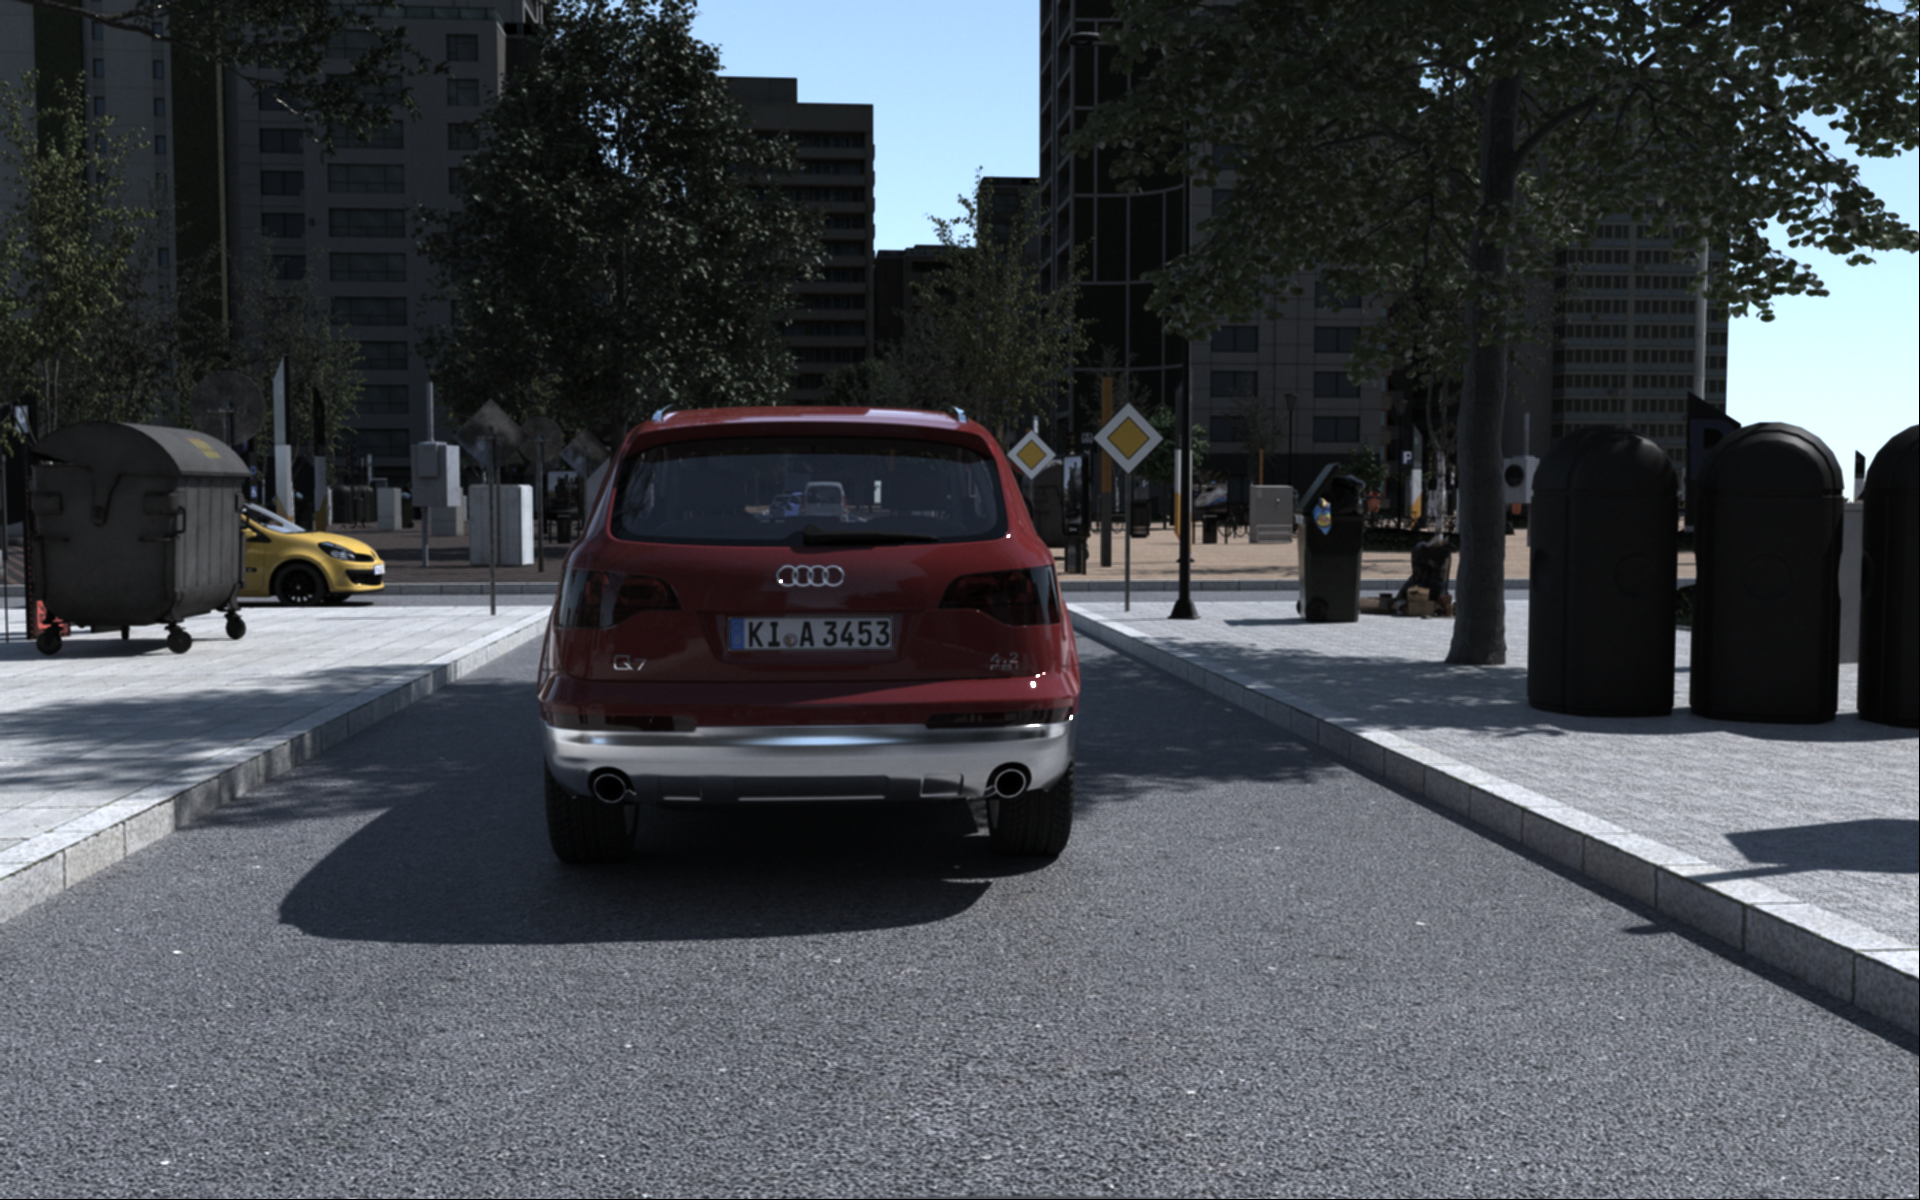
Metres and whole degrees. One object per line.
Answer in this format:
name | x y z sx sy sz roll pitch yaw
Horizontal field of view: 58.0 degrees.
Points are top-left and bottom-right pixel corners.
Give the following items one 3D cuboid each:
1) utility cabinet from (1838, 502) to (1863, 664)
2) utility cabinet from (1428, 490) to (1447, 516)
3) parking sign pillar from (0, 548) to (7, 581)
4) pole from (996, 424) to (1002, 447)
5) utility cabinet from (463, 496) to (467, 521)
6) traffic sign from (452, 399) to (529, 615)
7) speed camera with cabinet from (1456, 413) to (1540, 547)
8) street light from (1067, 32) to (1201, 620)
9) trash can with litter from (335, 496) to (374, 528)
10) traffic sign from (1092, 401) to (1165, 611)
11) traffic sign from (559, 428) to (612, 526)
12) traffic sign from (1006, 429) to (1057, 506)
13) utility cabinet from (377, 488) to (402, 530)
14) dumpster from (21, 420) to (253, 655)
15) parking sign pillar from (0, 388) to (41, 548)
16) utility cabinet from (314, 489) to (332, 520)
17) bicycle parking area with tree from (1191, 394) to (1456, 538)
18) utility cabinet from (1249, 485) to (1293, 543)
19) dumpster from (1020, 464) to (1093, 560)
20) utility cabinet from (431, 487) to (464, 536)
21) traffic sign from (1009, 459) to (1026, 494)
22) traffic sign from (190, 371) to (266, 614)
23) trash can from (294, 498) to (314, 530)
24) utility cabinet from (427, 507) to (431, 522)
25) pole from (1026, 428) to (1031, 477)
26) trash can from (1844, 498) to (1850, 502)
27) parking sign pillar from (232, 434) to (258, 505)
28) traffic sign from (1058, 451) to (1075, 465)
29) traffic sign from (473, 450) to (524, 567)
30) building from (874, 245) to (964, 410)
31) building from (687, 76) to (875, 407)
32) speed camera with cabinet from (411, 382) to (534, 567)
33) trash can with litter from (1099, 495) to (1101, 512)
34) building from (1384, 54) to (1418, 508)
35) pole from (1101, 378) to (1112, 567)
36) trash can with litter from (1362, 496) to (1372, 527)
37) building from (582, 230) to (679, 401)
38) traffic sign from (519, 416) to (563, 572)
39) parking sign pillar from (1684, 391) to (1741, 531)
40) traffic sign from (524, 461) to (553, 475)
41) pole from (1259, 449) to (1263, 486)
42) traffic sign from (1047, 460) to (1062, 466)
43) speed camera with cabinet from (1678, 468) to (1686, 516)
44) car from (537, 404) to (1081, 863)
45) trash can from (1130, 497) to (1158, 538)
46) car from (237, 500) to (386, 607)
utility cabinet | 6.387 -0.117 13.078 1.020 1.237 0.306 -2 4 -24
utility cabinet | 27.691 -5.628 100.697 1.173 1.500 0.318 0 4 1
parking sign pillar | -14.814 -2.253 25.308 1.447 3.967 1.447 -1 4 -20
pole | 1.141 -3.477 50.691 0.158 3.312 0.155 0 3 0
utility cabinet | -24.090 -4.405 83.181 1.020 1.237 0.306 3 4 38
traffic sign | -4.943 -0.896 18.285 0.795 2.450 0.064 0 4 -5
speed camera with cabinet | 13.267 -2.964 42.798 0.660 3.252 2.038 -3 4 -37
street light | 1.777 -2.759 17.656 1.470 5.913 1.316 0 4 -5
trash can with litter | -23.031 -3.331 65.521 1.678 1.210 2.233 1 4 11
traffic sign | 1.825 -0.932 18.878 0.795 2.450 0.064 0 4 -5
traffic sign | -5.667 -1.382 26.238 0.795 2.450 0.064 0 4 -5
traffic sign | 1.102 -1.418 26.831 0.795 2.450 0.064 0 4 -5
utility cabinet | -20.009 -3.187 60.781 1.173 1.500 0.318 3 5 44
dumpster | -6.845 -0.535 14.514 1.264 1.857 1.865 0 4 -5
parking sign pillar | -24.025 -3.388 43.869 1.447 3.967 1.447 -1 4 -20
utility cabinet | -30.511 -4.561 83.254 0.318 1.500 1.173 1 4 18
bicycle parking area with tree | 11.519 -3.922 51.120 8.231 4.147 9.016 -2 4 -26
utility cabinet | 8.035 -2.203 44.690 1.173 1.500 0.318 -2 4 -28
dumpster | 1.931 -1.757 34.480 1.264 1.857 1.865 0 4 -5
utility cabinet | -15.615 -2.697 52.767 1.173 1.500 0.318 2 4 35
traffic sign | 1.607 -2.643 43.314 0.768 2.556 0.104 0 4 4
traffic sign | -7.569 -1.090 17.921 0.768 2.556 0.104 0 4 -3
trash can | -21.509 -2.753 56.658 0.748 1.137 0.748 0 3 0
utility cabinet | -24.079 -4.182 79.537 0.306 1.237 1.020 3 5 45
pole | 2.114 -3.656 53.626 0.158 3.312 0.155 0 3 0
trash can | 29.677 -2.873 58.625 0.748 1.137 0.748 0 3 0
parking sign pillar | -21.748 -3.876 51.850 1.447 3.967 1.447 1 4 10
traffic sign | 2.992 -2.755 46.227 0.795 2.450 0.064 0 4 -1
traffic sign | -8.053 -1.848 30.218 0.884 2.594 0.081 0 4 -3
building | -3.011 -26.421 203.679 14.107 30.474 14.160 0 4 -5
building | -21.164 -35.582 205.470 21.600 48.544 21.300 0 4 -5
speed camera with cabinet | -8.657 -2.227 30.754 2.038 3.252 0.660 1 4 9
trash can with litter | 7.145 -4.773 89.103 1.678 1.210 2.233 0 4 -1
building | 29.960 -32.717 158.626 21.600 48.544 21.300 0 4 -5
pole | 2.575 -2.240 30.467 0.158 3.312 0.155 0 3 0
trash can with litter | 13.824 -3.086 61.507 2.233 1.210 1.678 1 4 20
building | -44.340 -31.619 208.857 23.993 40.220 32.217 0 4 -5
traffic sign | -6.870 -1.726 28.326 0.768 2.556 0.104 0 4 3
parking sign pillar | 19.552 -3.454 44.952 1.447 3.967 1.447 1 4 18
traffic sign | -11.464 -2.893 47.304 0.884 2.594 0.081 0 4 -4
pole | 13.664 -5.185 78.624 0.158 3.312 0.155 0 3 0
traffic sign | 2.825 -3.021 51.526 0.606 2.300 0.079 0 4 0
speed camera with cabinet | 42.227 -6.425 99.377 0.660 3.252 2.038 -2 4 -26
car | -0.701 0.021 8.329 2.281 1.827 5.304 0 4 -5
trash can | 5.274 -2.406 50.991 0.748 1.137 0.748 0 3 0
car | -9.456 -0.731 22.180 3.980 1.641 2.015 0 4 -5
